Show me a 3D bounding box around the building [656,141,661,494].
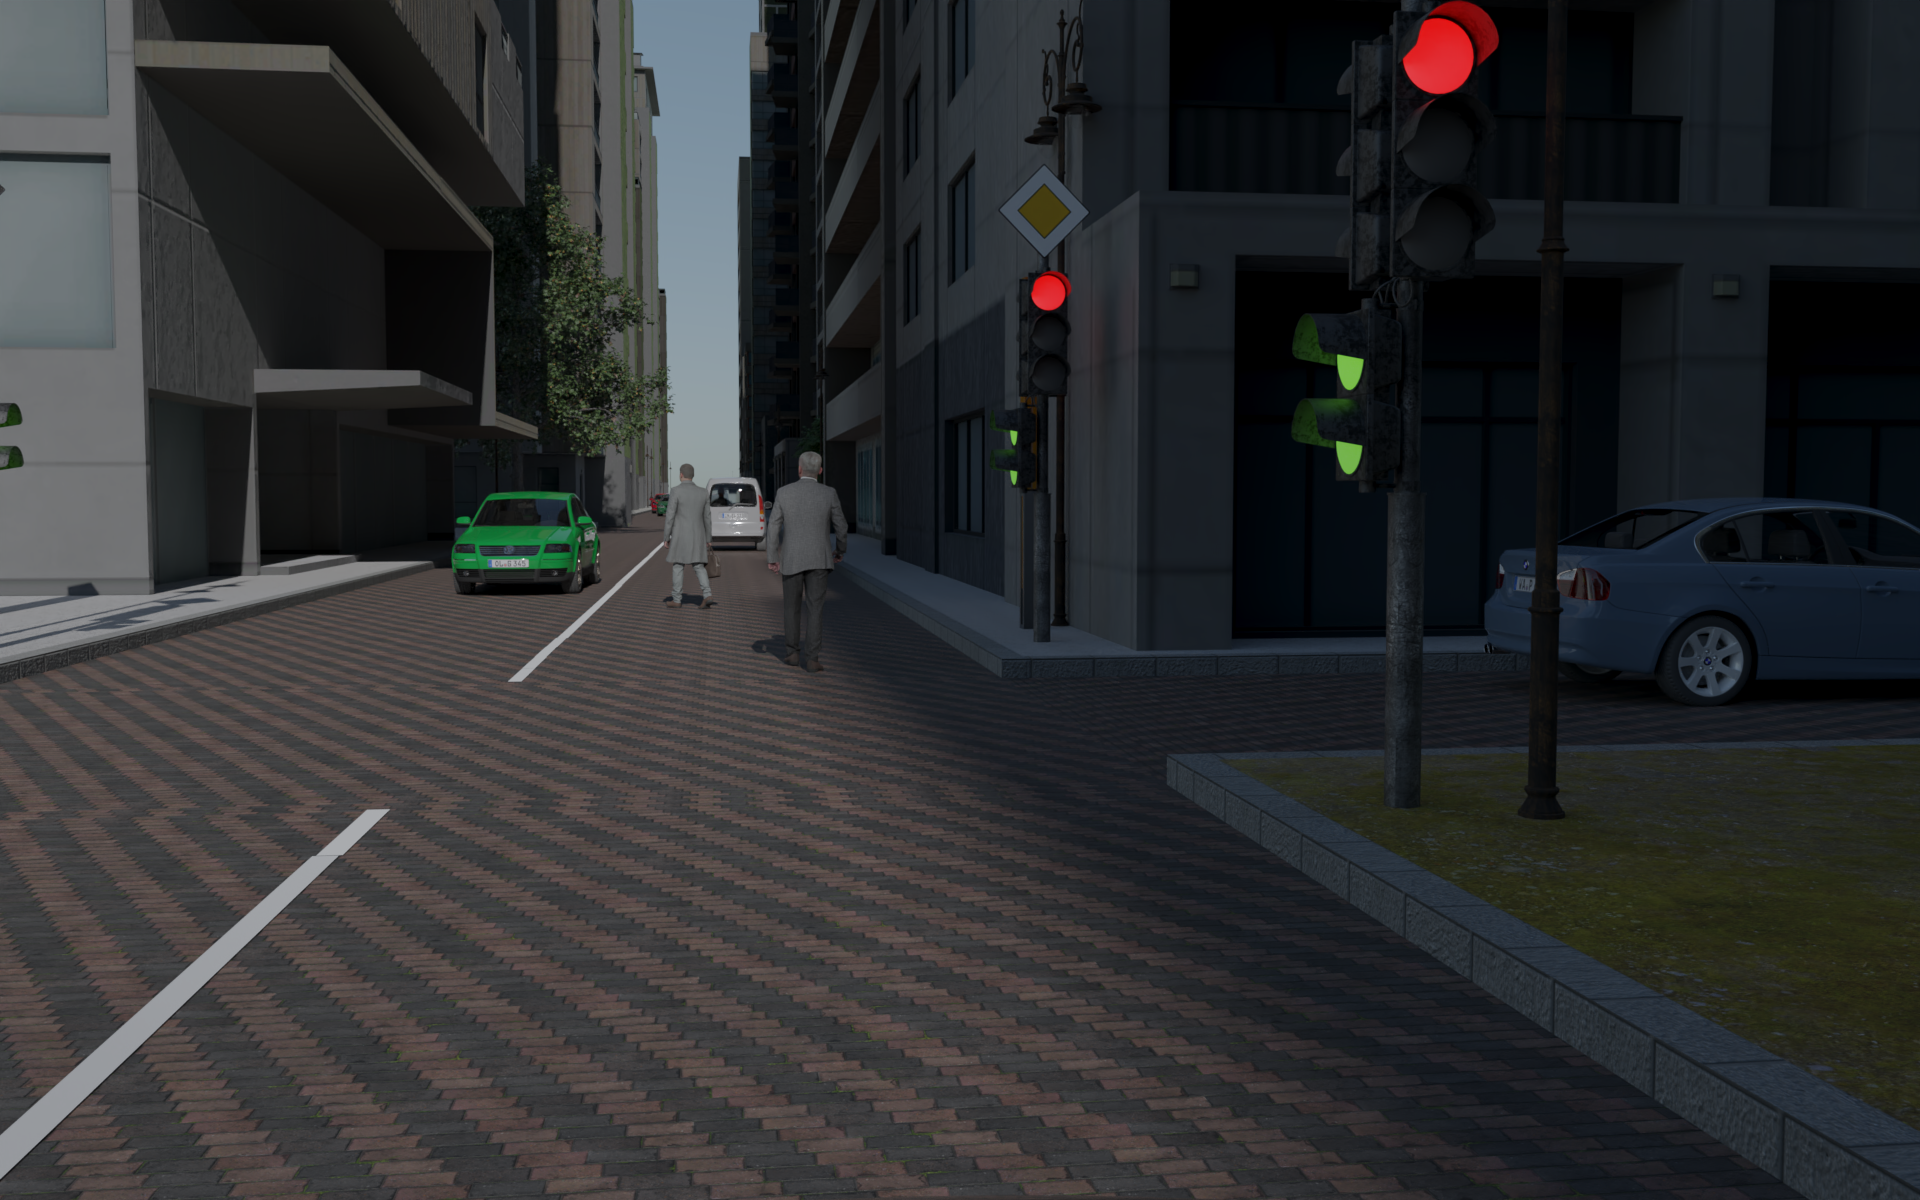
[{"bbox_3d":[-40.559,-31.045,191.177,14.154,41.232,14.086,0,4,-8],"label":"building"}]

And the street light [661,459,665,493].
[{"bbox_3d":[-35.743,-14.428,208.690,0.468,5.910,1.993,0,4,-8],"label":"street light"}]

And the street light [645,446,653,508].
[{"bbox_3d":[-29.286,-11.593,162.328,0.468,5.910,1.993,0,4,-8],"label":"street light"}]

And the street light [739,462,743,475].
[{"bbox_3d":[-26.434,-14.578,211.141,0.468,5.910,1.993,0,4,-8],"label":"street light"}]

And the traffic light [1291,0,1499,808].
[{"bbox_3d":[1.802,-1.107,7.020,0.839,4.253,0.868,0,4,-8],"label":"traffic light"}]

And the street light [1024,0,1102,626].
[{"bbox_3d":[0.973,-2.686,16.697,0.468,5.910,1.993,0,4,-8],"label":"street light"}]

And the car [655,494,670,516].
[{"bbox_3d":[-18.687,-6.154,112.412,2.131,1.459,4.920,0,4,-7],"label":"car"}]

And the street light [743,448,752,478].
[{"bbox_3d":[-21.387,-12.384,175.262,0.468,5.910,1.993,0,4,-8],"label":"street light"}]

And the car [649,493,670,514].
[{"bbox_3d":[-21.885,-7.292,128.265,2.155,1.783,4.494,0,4,-7],"label":"car"}]

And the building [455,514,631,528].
[{"bbox_3d":[-21.060,-23.657,70.380,14.154,41.232,14.086,0,4,-8],"label":"building"}]

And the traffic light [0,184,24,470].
[{"bbox_3d":[-7.932,-1.516,13.706,0.839,4.253,0.868,0,4,-8],"label":"traffic light"}]

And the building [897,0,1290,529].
[{"bbox_3d":[1.892,-39.205,79.248,20.563,71.187,20.611,0,4,-8],"label":"building"}]

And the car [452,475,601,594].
[{"bbox_3d":[-6.496,-1.064,26.196,1.959,1.807,4.718,0,4,-6],"label":"car"}]

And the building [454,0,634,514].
[{"bbox_3d":[-32.744,-27.634,135.405,14.154,41.232,14.086,0,4,-8],"label":"building"}]

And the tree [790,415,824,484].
[{"bbox_3d":[-4.337,-4.749,61.357,4.285,4.588,4.351,0,3,0],"label":"tree"}]

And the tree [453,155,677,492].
[{"bbox_3d":[-14.818,-8.617,57.901,9.611,12.733,9.660,0,3,0],"label":"tree"}]

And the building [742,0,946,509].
[{"bbox_3d":[-13.355,-45.821,187.419,20.563,71.187,20.611,0,4,-8],"label":"building"}]

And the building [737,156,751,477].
[{"bbox_3d":[-19.573,-37.553,237.700,21.300,48.544,21.600,0,4,-8],"label":"building"}]

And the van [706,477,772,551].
[{"bbox_3d":[-5.857,-2.304,44.676,2.013,2.044,4.112,0,4,-8],"label":"van"}]

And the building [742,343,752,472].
[{"bbox_3d":[-12.773,-22.564,213.966,27.650,21.520,28.899,0,4,-8],"label":"building"}]

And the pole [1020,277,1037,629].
[{"bbox_3d":[0.663,-1.381,16.420,0.158,3.312,0.155,0,3,0],"label":"pole"}]

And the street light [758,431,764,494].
[{"bbox_3d":[-14.654,-9.456,127.394,0.468,5.910,1.993,0,4,-8],"label":"street light"}]

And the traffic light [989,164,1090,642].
[{"bbox_3d":[0.693,-1.591,14.928,0.839,4.253,0.868,0,4,-8],"label":"traffic light"}]

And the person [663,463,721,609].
[{"bbox_3d":[-3.391,-0.798,21.648,0.694,1.812,0.767,-3,4,-37],"label":"person"}]

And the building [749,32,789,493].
[{"bbox_3d":[-12.067,-29.033,158.277,14.154,41.232,14.086,0,4,-8],"label":"building"}]

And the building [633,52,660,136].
[{"bbox_3d":[-51.085,-37.986,210.308,28.713,52.752,27.495,0,4,-8],"label":"building"}]

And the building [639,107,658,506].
[{"bbox_3d":[-38.757,-30.185,177.115,14.154,41.232,14.086,0,4,-8],"label":"building"}]

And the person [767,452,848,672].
[{"bbox_3d":[-1.263,-0.328,14.260,0.661,1.777,0.834,-1,4,-9],"label":"person"}]

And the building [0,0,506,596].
[{"bbox_3d":[-22.954,-27.016,30.950,28.713,52.752,27.495,0,4,-8],"label":"building"}]

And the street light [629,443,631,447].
[{"bbox_3d":[-24.234,-9.396,126.412,0.468,5.910,1.993,0,4,-8],"label":"street light"}]

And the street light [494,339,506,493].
[{"bbox_3d":[-13.483,-4.742,50.321,0.468,5.910,1.993,0,4,-8],"label":"street light"}]

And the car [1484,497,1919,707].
[{"bbox_3d":[6.163,-0.039,12.640,4.499,1.417,2.014,-1,4,-8],"label":"car"}]

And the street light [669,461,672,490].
[{"bbox_3d":[-40.910,-16.642,244.888,0.468,5.910,1.993,0,4,-8],"label":"street light"}]

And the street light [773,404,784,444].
[{"bbox_3d":[-9.521,-7.251,91.337,0.468,5.910,1.993,0,4,-8],"label":"street light"}]

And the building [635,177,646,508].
[{"bbox_3d":[-34.868,-23.156,150.304,14.160,30.474,14.107,0,4,-8],"label":"building"}]

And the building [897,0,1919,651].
[{"bbox_3d":[10.233,-35.795,23.499,20.611,71.187,20.563,0,4,-8],"label":"building"}]

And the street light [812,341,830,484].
[{"bbox_3d":[-4.207,-4.879,52.558,0.468,5.910,1.993,0,4,-8],"label":"street light"}]

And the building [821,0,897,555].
[{"bbox_3d":[7.528,-25.862,46.548,21.300,48.544,21.600,0,4,-8],"label":"building"}]

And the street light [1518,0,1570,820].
[{"bbox_3d":[2.317,-2.076,6.725,0.468,5.910,1.993,0,4,-8],"label":"street light"}]

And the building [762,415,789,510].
[{"bbox_3d":[-4.125,-50.313,135.285,22.319,86.520,31.000,0,4,-8],"label":"building"}]

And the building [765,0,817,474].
[{"bbox_3d":[-0.665,-27.641,106.561,22.147,44.769,28.867,0,4,-8],"label":"building"}]

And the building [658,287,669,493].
[{"bbox_3d":[-46.693,-28.227,233.208,14.160,30.474,14.107,0,4,-8],"label":"building"}]
